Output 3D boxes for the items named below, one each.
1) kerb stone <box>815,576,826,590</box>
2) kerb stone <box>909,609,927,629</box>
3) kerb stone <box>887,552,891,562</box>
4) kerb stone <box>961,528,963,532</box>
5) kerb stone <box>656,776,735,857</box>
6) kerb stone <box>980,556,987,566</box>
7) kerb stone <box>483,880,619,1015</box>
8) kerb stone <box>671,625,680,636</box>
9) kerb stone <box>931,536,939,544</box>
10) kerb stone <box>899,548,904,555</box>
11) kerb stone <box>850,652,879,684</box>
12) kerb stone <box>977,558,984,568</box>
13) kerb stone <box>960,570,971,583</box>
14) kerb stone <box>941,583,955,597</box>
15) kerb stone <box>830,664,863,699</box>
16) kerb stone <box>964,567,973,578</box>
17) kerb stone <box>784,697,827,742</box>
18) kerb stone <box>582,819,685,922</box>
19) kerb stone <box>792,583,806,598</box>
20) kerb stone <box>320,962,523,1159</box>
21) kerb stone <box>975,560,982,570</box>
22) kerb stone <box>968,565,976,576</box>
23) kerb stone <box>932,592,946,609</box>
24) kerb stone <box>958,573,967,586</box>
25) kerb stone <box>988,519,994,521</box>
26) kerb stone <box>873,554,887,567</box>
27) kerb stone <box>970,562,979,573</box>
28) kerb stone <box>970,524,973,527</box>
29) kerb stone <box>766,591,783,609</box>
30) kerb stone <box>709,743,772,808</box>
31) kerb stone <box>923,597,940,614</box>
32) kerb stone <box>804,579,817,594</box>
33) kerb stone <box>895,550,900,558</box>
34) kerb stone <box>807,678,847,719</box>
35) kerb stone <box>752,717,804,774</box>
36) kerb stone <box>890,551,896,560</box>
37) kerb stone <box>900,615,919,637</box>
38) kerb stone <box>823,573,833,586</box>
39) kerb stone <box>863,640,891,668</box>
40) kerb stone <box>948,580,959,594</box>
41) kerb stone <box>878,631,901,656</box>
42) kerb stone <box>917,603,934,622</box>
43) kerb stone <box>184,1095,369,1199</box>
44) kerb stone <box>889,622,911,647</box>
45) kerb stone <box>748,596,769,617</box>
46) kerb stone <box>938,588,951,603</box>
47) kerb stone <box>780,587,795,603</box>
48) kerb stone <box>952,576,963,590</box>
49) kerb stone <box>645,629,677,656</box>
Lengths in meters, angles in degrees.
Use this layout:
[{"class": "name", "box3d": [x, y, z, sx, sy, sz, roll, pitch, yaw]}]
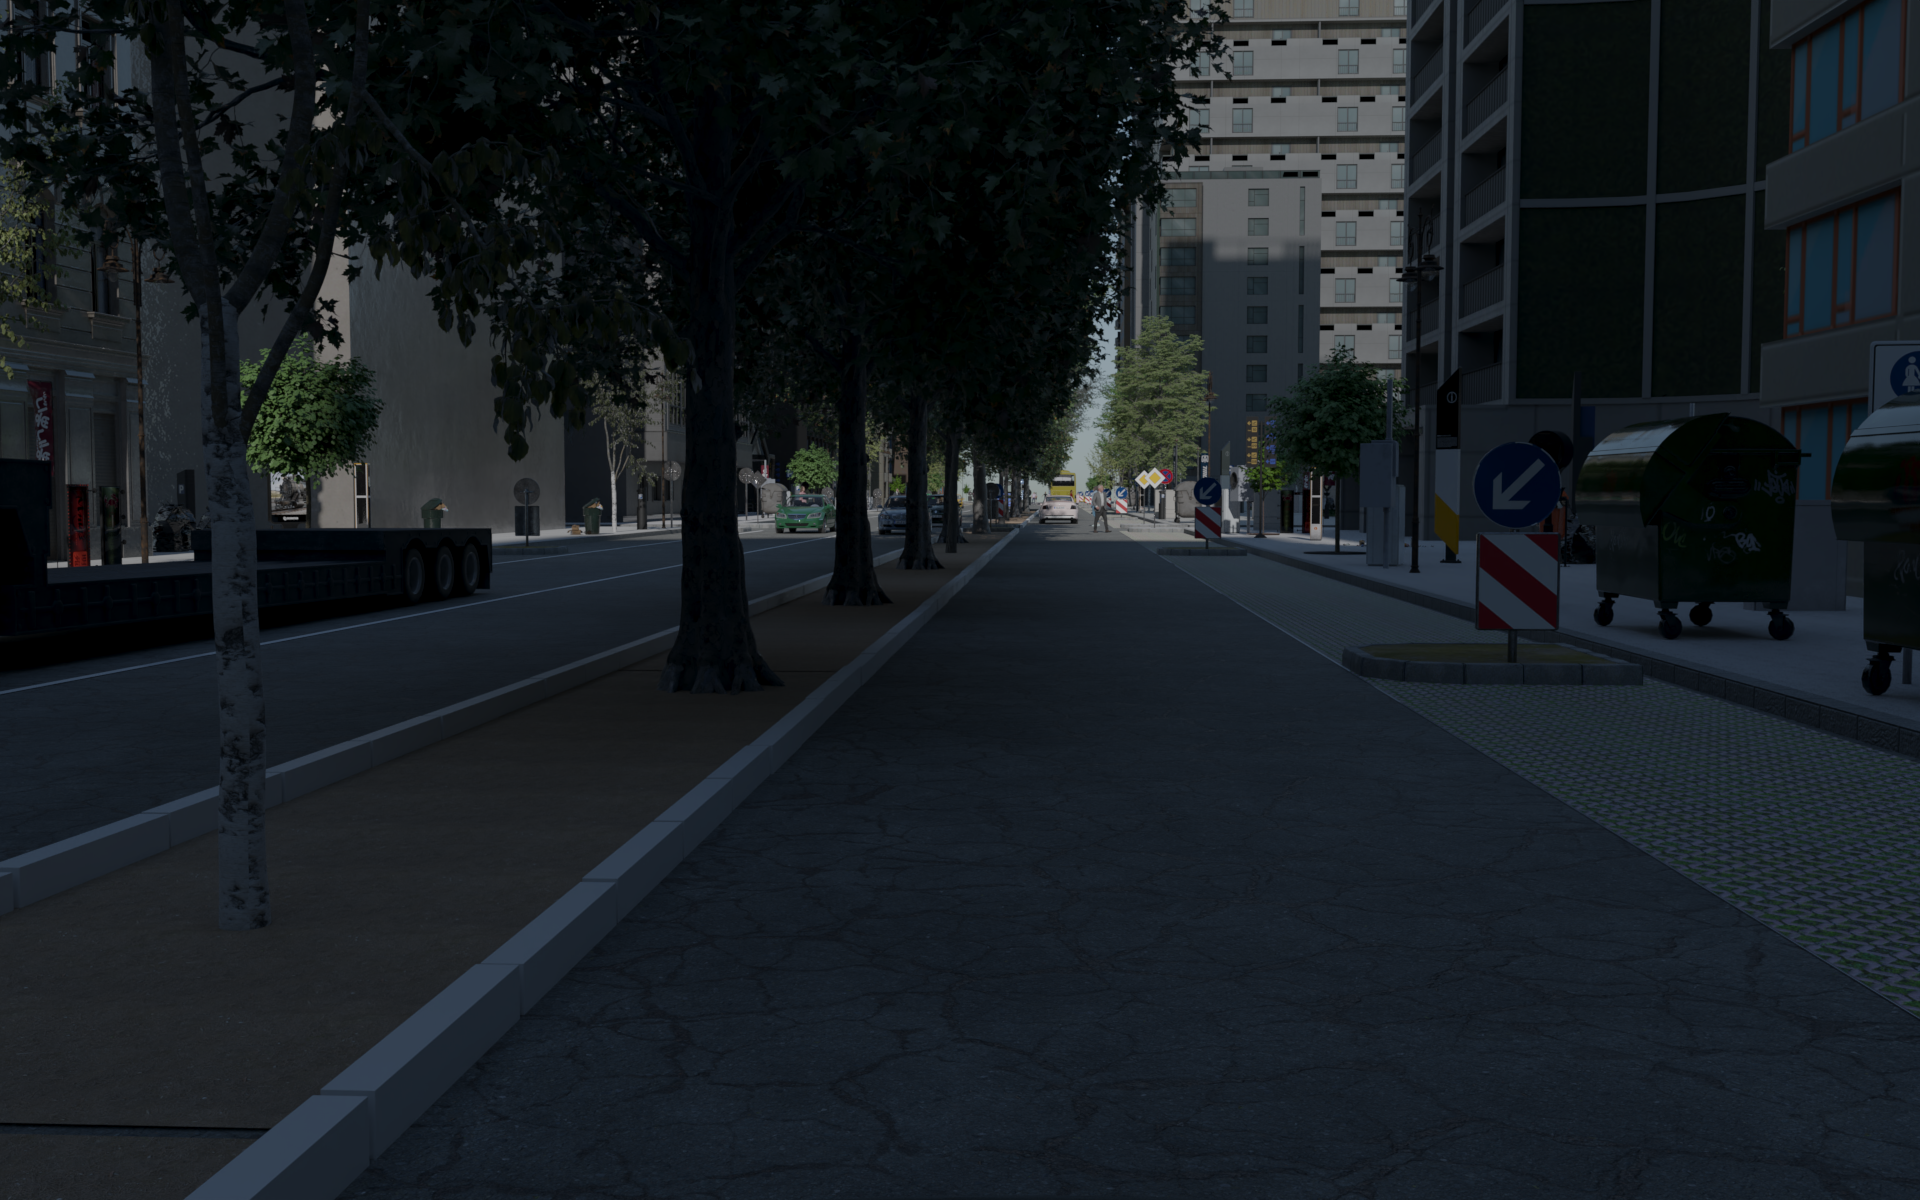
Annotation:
[{"class": "kerb stone", "box3d": [-2.171, -0.226, 25.892, 0.120, 0.150, 1.000, 0, 4, 3]}, {"class": "kerb stone", "box3d": [-0.481, 0.229, 18.559, 0.120, 0.150, 1.000, 0, 4, 3]}, {"class": "kerb stone", "box3d": [-1.592, -0.852, 36.127, 0.120, 0.150, 1.000, 0, 4, 3]}, {"class": "kerb stone", "box3d": [0.033, -2.604, 64.808, 0.120, 0.150, 1.000, 0, 4, 3]}, {"class": "kerb stone", "box3d": [-1.115, 0.911, 7.305, 0.120, 0.150, 1.000, 0, 4, 3]}, {"class": "kerb stone", "box3d": [0.390, -0.719, 33.950, 0.120, 0.150, 1.000, 0, 4, 3]}, {"class": "kerb stone", "box3d": [-1.230, 1.043, 5.260, 0.120, 0.150, 1.000, 0, 4, 3]}, {"class": "kerb stone", "box3d": [-2.692, 0.338, 16.676, 0.120, 0.150, 1.000, 0, 4, 3]}, {"class": "kerb stone", "box3d": [-0.727, -1.792, 51.499, 0.120, 0.150, 1.000, 0, 4, 3]}, {"class": "kerb stone", "box3d": [-1.422, -1.040, 39.203, 0.120, 0.150, 1.000, 0, 4, 3]}, {"class": "kerb stone", "box3d": [-0.764, 0.541, 13.440, 0.120, 0.150, 1.000, 0, 4, 3]}, {"class": "kerb stone", "box3d": [0.331, -0.653, 32.930, 0.120, 0.150, 1.000, 0, 4, 3]}, {"class": "kerb stone", "box3d": [0.050, -0.338, 27.792, 0.120, 0.150, 1.000, 0, 4, 3]}, {"class": "kerb stone", "box3d": [-0.199, -0.091, 23.685, 0.120, 0.150, 1.000, 0, 4, 3]}, {"class": "kerb stone", "box3d": [-0.829, 0.598, 12.419, 0.120, 0.150, 1.000, 0, 4, 3]}, {"class": "kerb stone", "box3d": [0.094, -0.404, 28.828, 0.120, 0.150, 1.000, 0, 4, 3]}, {"class": "kerb stone", "box3d": [-0.938, 0.728, 10.374, 0.120, 0.150, 1.000, 0, 4, 3]}, {"class": "kerb stone", "box3d": [-1.174, 0.973, 6.281, 0.120, 0.150, 1.000, 0, 4, 3]}, {"class": "kerb stone", "box3d": [-2.287, -0.101, 23.850, 0.120, 0.150, 1.000, 0, 4, 3]}, {"class": "kerb stone", "box3d": [-1.289, 1.099, 4.228, 0.120, 0.150, 1.000, 0, 4, 3]}, {"class": "kerb stone", "box3d": [0.269, -0.594, 31.905, 0.120, 0.150, 1.000, 0, 4, 3]}, {"class": "kerb stone", "box3d": [0.157, -0.468, 29.848, 0.120, 0.150, 1.000, 0, 4, 3]}, {"class": "kerb stone", "box3d": [-0.301, 0.036, 21.631, 0.120, 0.150, 1.000, 0, 4, 3]}, {"class": "kerb stone", "box3d": [-0.017, -0.278, 26.766, 0.120, 0.150, 1.000, 0, 4, 3]}, {"class": "kerb stone", "box3d": [1.793, -4.514, 95.999, 0.120, 0.150, 1.000, 0, 4, 3]}, {"class": "kerb stone", "box3d": [-1.641, -0.790, 35.106, 0.120, 0.150, 1.000, 0, 4, 3]}, {"class": "kerb stone", "box3d": [0.208, -0.531, 30.880, 0.120, 0.150, 1.000, 0, 4, 3]}, {"class": "kerb stone", "box3d": [0.640, -3.262, 75.544, 0.120, 0.150, 1.000, 0, 4, 3]}, {"class": "kerb stone", "box3d": [-2.400, 0.024, 21.804, 0.120, 0.150, 1.000, 0, 4, 3]}, {"class": "kerb stone", "box3d": [-1.059, 0.848, 8.333, 0.120, 0.150, 1.000, 0, 4, 3]}, {"class": "kerb stone", "box3d": [-0.367, 0.097, 20.606, 0.120, 0.150, 1.000, 0, 4, 3]}, {"class": "kerb stone", "box3d": [-2.223, -0.164, 24.870, 0.120, 0.150, 1.000, 0, 4, 3]}, {"class": "kerb stone", "box3d": [-1.480, -0.978, 38.178, 0.120, 0.150, 1.000, 0, 4, 3]}, {"class": "kerb stone", "box3d": [-0.884, 0.661, 11.394, 0.120, 0.150, 1.000, 0, 4, 3]}, {"class": "kerb stone", "box3d": [-0.990, 0.787, 9.353, 0.120, 0.150, 1.000, 0, 4, 3]}, {"class": "kerb stone", "box3d": [-1.532, -0.915, 37.152, 0.120, 0.150, 1.000, 0, 4, 3]}, {"class": "kerb stone", "box3d": [-0.536, 0.285, 17.530, 0.120, 0.150, 1.000, 0, 4, 3]}, {"class": "kerb stone", "box3d": [-2.120, -0.287, 26.913, 0.120, 0.150, 1.000, 0, 4, 3]}, {"class": "kerb stone", "box3d": [-0.709, 0.473, 14.465, 0.120, 0.150, 1.000, 0, 4, 3]}, {"class": "kerb stone", "box3d": [-0.136, -0.153, 24.707, 0.120, 0.150, 1.000, 0, 4, 3]}, {"class": "kerb stone", "box3d": [-0.653, 0.414, 15.486, 0.120, 0.150, 1.000, 0, 4, 3]}, {"class": "kerb stone", "box3d": [-0.418, 0.164, 19.579, 0.120, 0.150, 1.000, 0, 4, 3]}, {"class": "kerb stone", "box3d": [-1.348, 1.162, 3.197, 0.120, 0.150, 1.000, 0, 4, 3]}, {"class": "kerb stone", "box3d": [-0.595, 0.348, 16.510, 0.120, 0.150, 1.000, 0, 4, 3]}, {"class": "kerb stone", "box3d": [-2.460, 0.086, 20.783, 0.120, 0.150, 1.000, 0, 4, 3]}, {"class": "kerb stone", "box3d": [-0.242, -0.028, 22.654, 0.120, 0.150, 1.000, 0, 4, 3]}, {"class": "kerb stone", "box3d": [-2.343, -0.039, 22.828, 0.120, 0.150, 1.000, 0, 4, 3]}, {"class": "kerb stone", "box3d": [-0.074, -0.214, 25.731, 0.120, 0.150, 1.000, 0, 4, 3]}, {"class": "kerb stone", "box3d": [-2.750, 0.400, 15.648, 0.120, 0.150, 1.000, 0, 4, 3]}]
